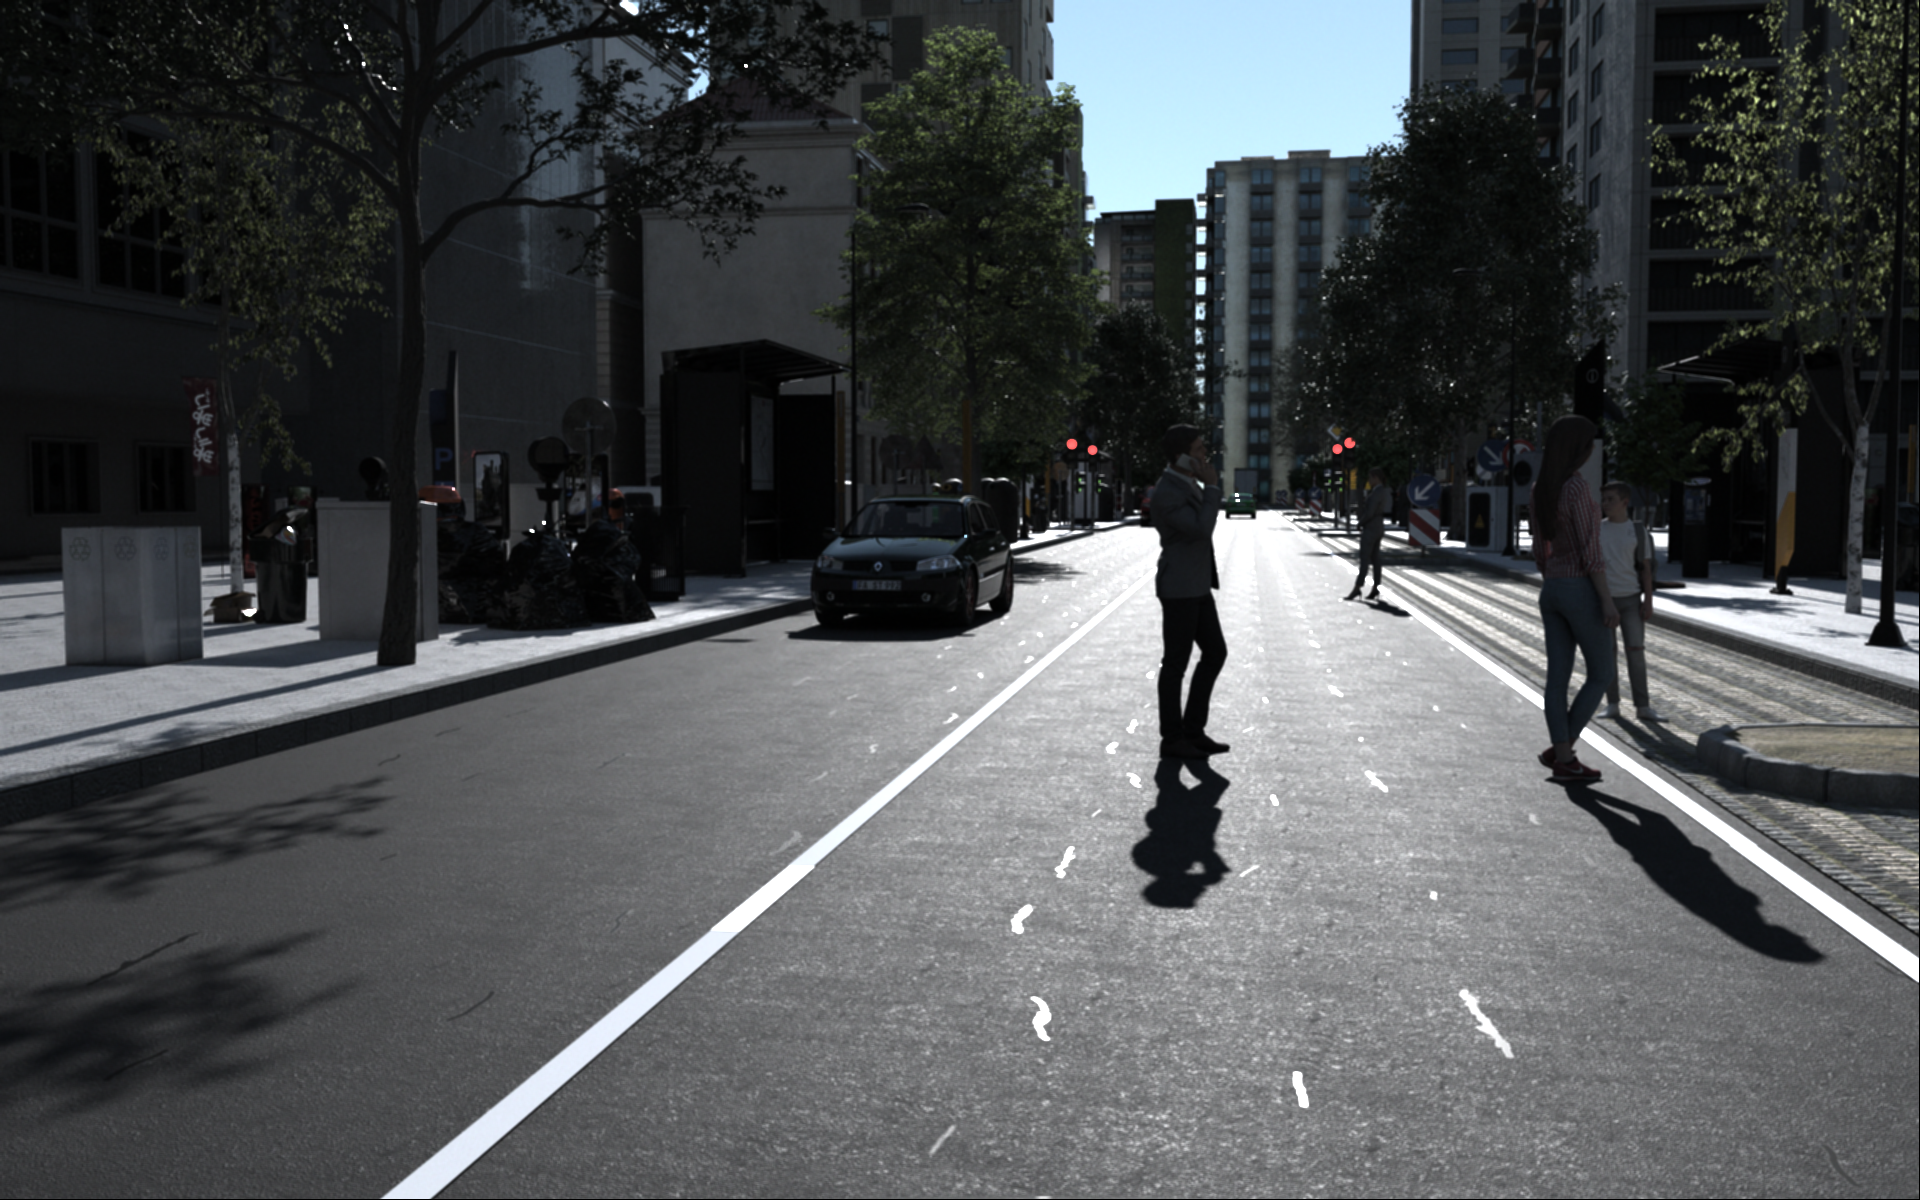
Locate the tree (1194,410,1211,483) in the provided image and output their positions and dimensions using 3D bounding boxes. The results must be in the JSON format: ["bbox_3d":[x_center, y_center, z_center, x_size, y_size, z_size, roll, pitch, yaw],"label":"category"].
[{"bbox_3d":[23.438,-16.367,185.728,7.486,12.596,7.792,0,3,0],"label":"tree"}]

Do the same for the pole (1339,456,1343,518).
[{"bbox_3d":[20.508,-6.078,93.216,0.158,3.312,0.155,0,3,0],"label":"pole"}]

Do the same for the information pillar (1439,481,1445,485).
[{"bbox_3d":[26.587,-5.584,95.792,0.304,2.012,0.304,-3,5,-41],"label":"information pillar"}]

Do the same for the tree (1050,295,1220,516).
[{"bbox_3d":[9.657,-11.207,100.244,9.611,12.733,9.660,0,3,0],"label":"tree"}]

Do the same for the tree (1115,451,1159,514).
[{"bbox_3d":[11.669,-7.871,112.412,4.285,4.588,4.351,0,3,0],"label":"tree"}]

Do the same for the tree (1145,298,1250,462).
[{"bbox_3d":[21.501,-19.018,166.836,12.611,20.169,13.585,0,3,0],"label":"tree"}]

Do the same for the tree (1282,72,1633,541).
[{"bbox_3d":[13.703,-7.982,47.507,9.611,12.733,9.660,0,3,0],"label":"tree"}]

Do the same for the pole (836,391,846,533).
[{"bbox_3d":[-2.367,-2.481,34.407,0.158,3.312,0.155,0,3,0],"label":"pole"}]

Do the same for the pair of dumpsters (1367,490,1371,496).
[{"bbox_3d":[27.478,-6.756,112.957,1.574,2.255,4.437,1,4,10],"label":"pair of dumpsters"}]

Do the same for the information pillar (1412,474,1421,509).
[{"bbox_3d":[16.951,-3.660,64.325,0.304,2.012,0.304,2,4,27],"label":"information pillar"}]

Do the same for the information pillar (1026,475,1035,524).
[{"bbox_3d":[2.878,-4.976,72.719,0.504,3.616,0.183,2,4,27],"label":"information pillar"}]

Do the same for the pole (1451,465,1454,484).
[{"bbox_3d":[34.563,-7.813,121.591,0.158,3.312,0.155,0,3,0],"label":"pole"}]

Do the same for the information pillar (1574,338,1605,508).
[{"bbox_3d":[9.558,-2.140,26.343,0.183,3.616,0.504,-2,4,-32],"label":"information pillar"}]

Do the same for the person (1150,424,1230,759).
[{"bbox_3d":[1.265,-0.047,9.448,0.473,1.802,0.592,2,4,31],"label":"person"}]

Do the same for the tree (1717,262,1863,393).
[{"bbox_3d":[25.542,-6.286,53.142,4.737,8.622,4.395,0,3,0],"label":"tree"}]

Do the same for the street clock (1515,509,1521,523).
[{"bbox_3d":[25.136,-4.493,78.024,0.358,2.002,0.471,-3,4,-38],"label":"street clock"}]

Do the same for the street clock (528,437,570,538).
[{"bbox_3d":[-5.223,-1.068,22.035,0.471,2.002,0.358,-2,4,-35],"label":"street clock"}]

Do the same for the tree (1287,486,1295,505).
[{"bbox_3d":[41.144,-13.345,212.785,1.663,3.219,1.824,0,3,0],"label":"tree"}]

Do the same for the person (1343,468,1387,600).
[{"bbox_3d":[5.506,-0.903,23.536,0.573,1.790,0.520,1,4,10],"label":"person"}]

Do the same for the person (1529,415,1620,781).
[{"bbox_3d":[3.077,-0.008,8.646,0.388,1.821,0.555,-2,4,-25],"label":"person"}]

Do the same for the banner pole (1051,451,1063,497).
[{"bbox_3d":[4.921,-6.047,88.887,0.863,3.779,0.401,2,4,34],"label":"banner pole"}]

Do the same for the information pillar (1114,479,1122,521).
[{"bbox_3d":[7.687,-4.871,84.140,0.304,2.012,0.304,-1,4,-12],"label":"information pillar"}]

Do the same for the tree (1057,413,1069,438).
[{"bbox_3d":[9.480,-11.080,131.514,4.360,8.622,3.978,0,3,0],"label":"tree"}]

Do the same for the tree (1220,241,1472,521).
[{"bbox_3d":[19.301,-10.529,82.513,12.009,13.543,11.850,0,3,0],"label":"tree"}]

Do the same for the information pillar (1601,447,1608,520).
[{"bbox_3d":[9.992,-1.393,27.274,0.304,2.012,0.304,3,5,39],"label":"information pillar"}]

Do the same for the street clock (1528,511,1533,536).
[{"bbox_3d":[17.681,-2.993,53.502,0.471,2.002,0.358,1,4,20],"label":"street clock"}]

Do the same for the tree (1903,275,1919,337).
[{"bbox_3d":[19.232,-4.913,30.689,4.737,8.622,4.395,0,3,0],"label":"tree"}]

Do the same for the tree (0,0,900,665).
[{"bbox_3d":[-3.910,-4.795,12.810,7.601,10.594,8.767,-1,4,-17],"label":"tree"}]

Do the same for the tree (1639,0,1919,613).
[{"bbox_3d":[9.659,-4.177,18.654,4.360,8.622,3.978,0,3,0],"label":"tree"}]

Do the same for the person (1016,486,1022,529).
[{"bbox_3d":[2.103,-3.410,64.795,0.519,1.759,0.362,3,5,42],"label":"person"}]

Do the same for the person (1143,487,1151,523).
[{"bbox_3d":[9.326,-4.730,86.005,0.590,1.801,0.661,0,4,-2],"label":"person"}]

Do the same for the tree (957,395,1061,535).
[{"bbox_3d":[1.517,-4.337,54.626,4.285,4.588,4.351,0,3,0],"label":"tree"}]

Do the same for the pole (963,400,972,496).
[{"bbox_3d":[0.156,-2.680,37.657,0.158,3.312,0.155,0,3,0],"label":"pole"}]

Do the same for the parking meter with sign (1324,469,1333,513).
[{"bbox_3d":[25.691,-7.604,120.593,0.543,3.016,1.738,1,4,18],"label":"parking meter with sign"}]

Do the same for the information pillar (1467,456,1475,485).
[{"bbox_3d":[31.377,-7.038,106.423,0.183,3.616,0.504,-3,5,-40],"label":"information pillar"}]

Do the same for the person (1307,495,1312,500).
[{"bbox_3d":[44.530,-12.943,220.651,0.750,1.759,0.617,1,4,12],"label":"person"}]

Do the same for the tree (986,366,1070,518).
[{"bbox_3d":[3.514,-8.687,92.389,4.737,8.622,4.395,0,3,0],"label":"tree"}]

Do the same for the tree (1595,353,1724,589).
[{"bbox_3d":[9.634,-1.791,23.890,1.663,3.219,1.824,0,3,0],"label":"tree"}]

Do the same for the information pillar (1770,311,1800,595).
[{"bbox_3d":[10.535,-1.878,22.055,0.183,3.616,0.504,1,4,9],"label":"information pillar"}]

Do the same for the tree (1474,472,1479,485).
[{"bbox_3d":[35.313,-7.505,117.311,1.663,3.219,1.824,0,3,0],"label":"tree"}]

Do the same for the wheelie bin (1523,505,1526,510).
[{"bbox_3d":[33.896,-5.927,104.810,0.980,1.594,0.693,-1,4,-9],"label":"wheelie bin"}]

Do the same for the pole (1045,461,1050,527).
[{"bbox_3d":[3.400,-4.488,67.214,0.158,3.312,0.155,0,3,0],"label":"pole"}]

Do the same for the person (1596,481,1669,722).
[{"bbox_3d":[4.210,0.007,10.982,0.503,1.515,0.523,0,4,-8],"label":"person"}]

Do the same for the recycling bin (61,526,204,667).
[{"bbox_3d":[-6.310,-0.041,13.231,0.722,1.027,0.722,1,4,9],"label":"recycling bin"}]

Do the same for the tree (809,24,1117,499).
[{"bbox_3d":[0.102,-7.638,43.012,7.486,12.596,7.792,0,3,0],"label":"tree"}]

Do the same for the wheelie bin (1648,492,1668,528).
[{"bbox_3d":[26.441,-3.536,65.729,0.693,1.594,0.980,3,4,37],"label":"wheelie bin"}]

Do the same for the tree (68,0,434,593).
[{"bbox_3d":[-8.930,-4.366,21.754,4.360,8.622,3.978,0,3,0],"label":"tree"}]

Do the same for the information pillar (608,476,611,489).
[{"bbox_3d":[-14.579,-4.104,71.588,0.304,2.012,0.304,0,4,-3],"label":"information pillar"}]

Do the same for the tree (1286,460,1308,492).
[{"bbox_3d":[27.453,-9.055,131.770,4.285,4.588,4.351,0,3,0],"label":"tree"}]

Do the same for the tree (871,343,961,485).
[{"bbox_3d":[-1.953,-7.726,76.684,4.737,8.622,4.395,0,3,0],"label":"tree"}]

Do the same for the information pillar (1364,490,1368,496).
[{"bbox_3d":[32.554,-9.044,139.228,0.504,3.616,0.183,-1,4,-19],"label":"information pillar"}]

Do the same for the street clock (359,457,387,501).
[{"bbox_3d":[-11.591,-1.814,34.229,0.471,2.002,0.358,0,4,7],"label":"street clock"}]

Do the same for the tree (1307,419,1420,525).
[{"bbox_3d":[17.523,-5.374,71.587,4.285,4.588,4.351,0,3,0],"label":"tree"}]

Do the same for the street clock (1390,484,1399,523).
[{"bbox_3d":[18.957,-4.344,75.598,0.358,2.002,0.471,3,4,37],"label":"street clock"}]

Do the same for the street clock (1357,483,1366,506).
[{"bbox_3d":[21.160,-5.305,91.312,0.358,2.002,0.471,-1,4,-22],"label":"street clock"}]

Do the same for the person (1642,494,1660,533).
[{"bbox_3d":[23.636,-3.101,59.395,0.606,1.804,0.583,1,4,11],"label":"person"}]

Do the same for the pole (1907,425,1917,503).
[{"bbox_3d":[27.992,-3.494,50.967,0.158,3.312,0.155,0,3,0],"label":"pole"}]

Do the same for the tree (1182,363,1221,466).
[{"bbox_3d":[15.872,-13.978,138.908,12.009,13.543,11.850,0,3,0],"label":"tree"}]

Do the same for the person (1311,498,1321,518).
[{"bbox_3d":[19.367,-5.266,94.376,0.755,1.850,0.659,3,4,36],"label":"person"}]
